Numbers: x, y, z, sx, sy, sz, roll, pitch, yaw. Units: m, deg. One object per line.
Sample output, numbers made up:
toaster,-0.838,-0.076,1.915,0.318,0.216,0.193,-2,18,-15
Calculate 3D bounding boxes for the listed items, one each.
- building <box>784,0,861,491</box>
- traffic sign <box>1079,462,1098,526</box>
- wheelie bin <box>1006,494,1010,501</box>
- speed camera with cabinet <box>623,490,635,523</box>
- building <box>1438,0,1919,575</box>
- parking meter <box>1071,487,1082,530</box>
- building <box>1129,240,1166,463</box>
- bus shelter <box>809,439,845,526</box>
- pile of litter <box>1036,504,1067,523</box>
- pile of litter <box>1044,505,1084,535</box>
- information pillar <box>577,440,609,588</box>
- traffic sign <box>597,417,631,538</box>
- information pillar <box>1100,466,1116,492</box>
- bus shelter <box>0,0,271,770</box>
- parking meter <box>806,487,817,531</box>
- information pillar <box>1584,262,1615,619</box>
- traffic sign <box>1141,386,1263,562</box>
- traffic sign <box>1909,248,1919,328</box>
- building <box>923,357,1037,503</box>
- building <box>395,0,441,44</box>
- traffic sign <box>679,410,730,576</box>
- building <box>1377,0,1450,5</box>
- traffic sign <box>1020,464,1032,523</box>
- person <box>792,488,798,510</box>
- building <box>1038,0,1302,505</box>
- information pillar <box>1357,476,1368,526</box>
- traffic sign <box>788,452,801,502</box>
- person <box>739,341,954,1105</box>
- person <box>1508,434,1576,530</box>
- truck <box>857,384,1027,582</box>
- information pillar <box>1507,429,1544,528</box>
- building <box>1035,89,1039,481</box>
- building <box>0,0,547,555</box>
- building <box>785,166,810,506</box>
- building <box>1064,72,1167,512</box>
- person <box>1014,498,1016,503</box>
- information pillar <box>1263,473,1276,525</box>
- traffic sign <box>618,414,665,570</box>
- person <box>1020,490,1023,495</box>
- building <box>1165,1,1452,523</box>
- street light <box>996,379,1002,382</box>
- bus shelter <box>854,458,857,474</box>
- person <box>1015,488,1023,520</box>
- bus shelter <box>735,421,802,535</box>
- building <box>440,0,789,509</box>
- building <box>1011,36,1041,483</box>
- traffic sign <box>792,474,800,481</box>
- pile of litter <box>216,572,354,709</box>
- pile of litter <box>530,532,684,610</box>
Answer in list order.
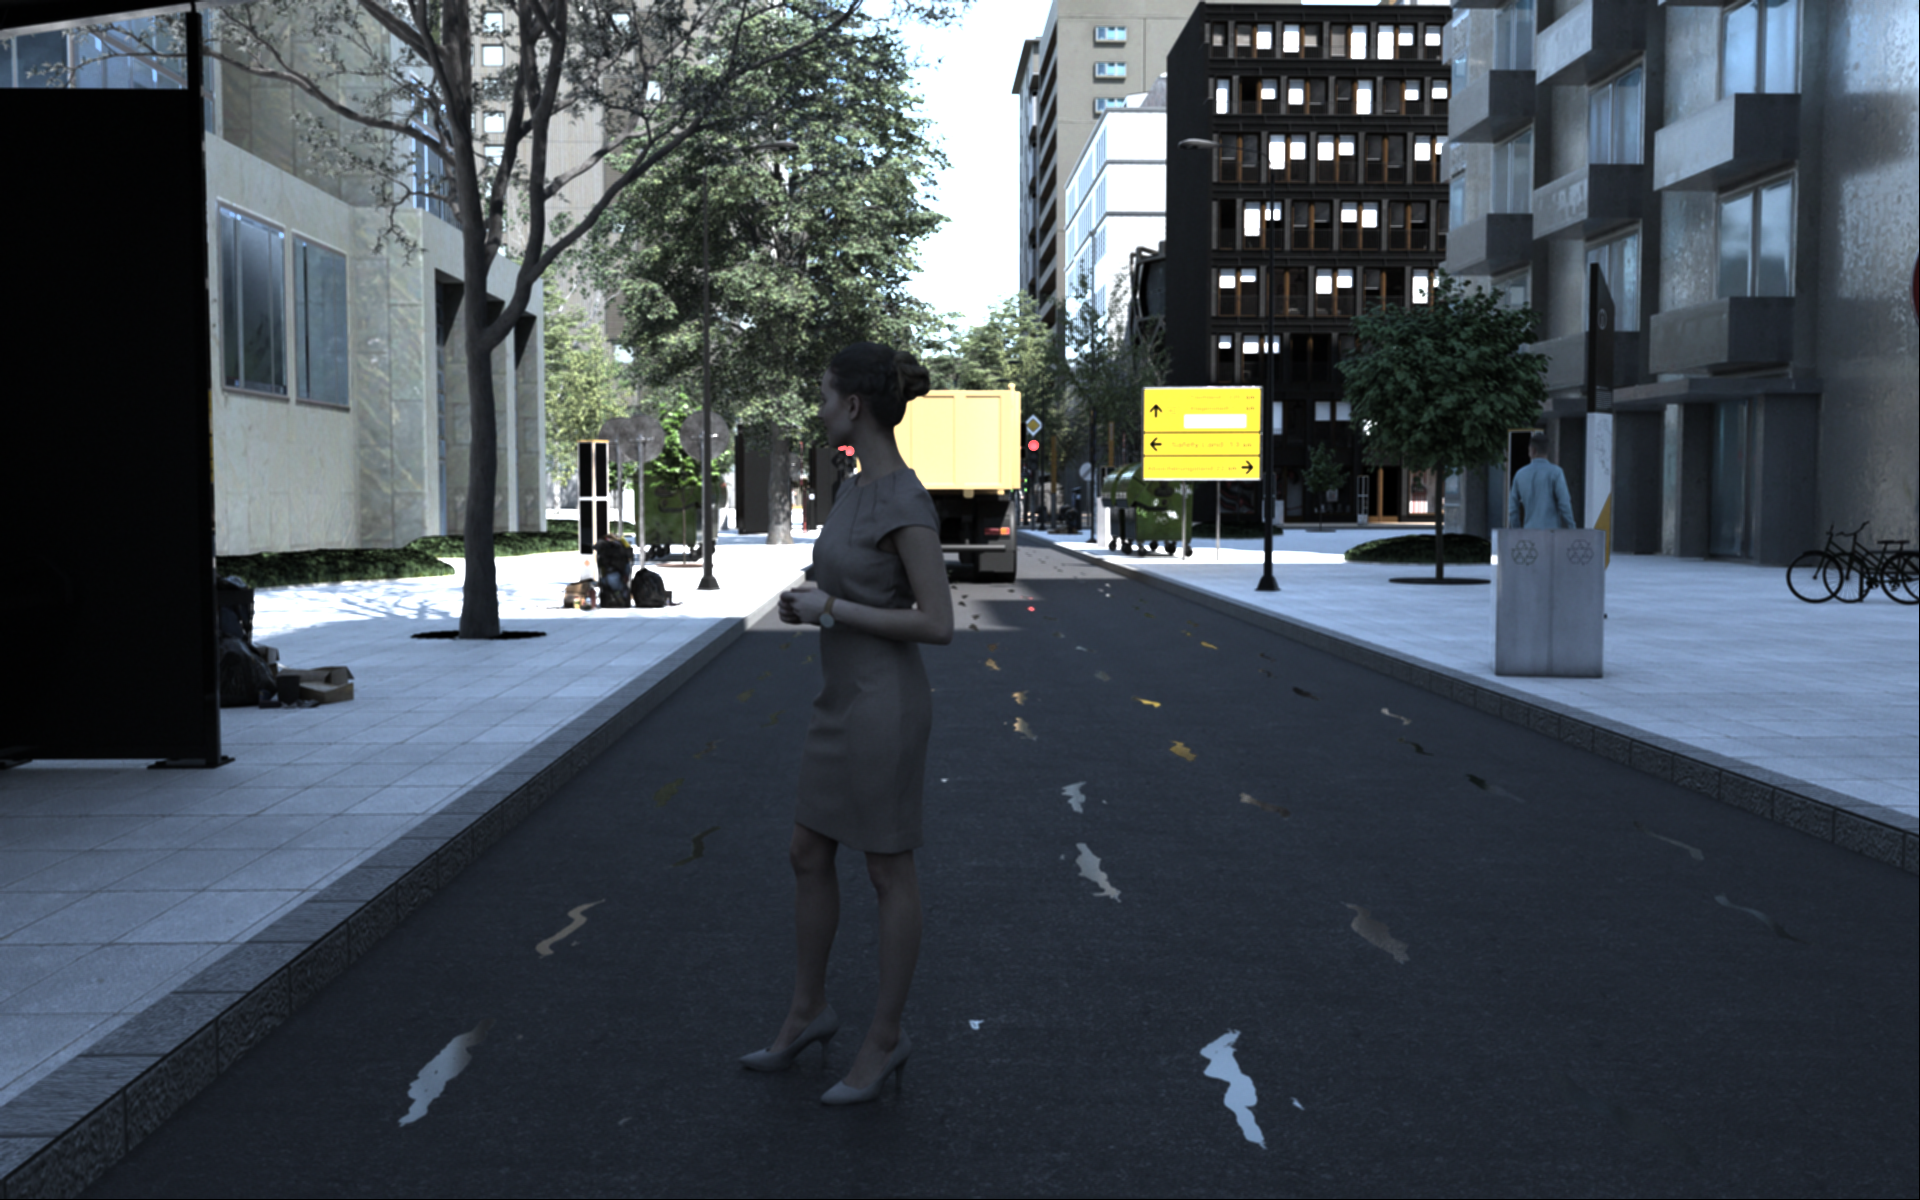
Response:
building,-27.049,-56.940,243.633,31.000,86.520,22.319,0,4,-2
traffic sign,5.140,-4.235,69.342,0.768,2.556,0.104,0,4,4
wheelie bin,2.201,-5.172,92.464,0.980,1.594,0.693,-2,4,-33
speed camera with cabinet,-12.567,-4.609,69.689,0.660,3.252,2.038,3,5,43
building,24.207,-25.545,37.269,23.786,49.044,30.456,0,4,-2
parking meter,4.115,-3.227,61.169,0.372,1.533,0.369,0,3,0
building,18.646,-14.567,105.619,16.820,18.784,16.811,0,4,-2
bus shelter,-5.272,-4.964,72.437,1.731,3.624,6.357,0,4,-2
pile of litter,4.354,-3.614,73.053,1.719,0.858,1.176,3,5,43
pile of litter,3.357,-2.551,55.677,1.176,0.858,1.719,0,4,4
information pillar,-5.029,-1.179,23.774,0.304,2.012,0.304,2,4,31
traffic sign,-5.606,-1.740,28.553,0.768,2.556,0.104,0,4,6
information pillar,3.909,-2.522,45.727,0.304,2.012,0.304,-2,4,-24
bus shelter,-3.900,-0.842,5.043,1.731,3.624,6.357,0,4,-2
parking meter,-5.228,-3.212,60.923,0.372,1.533,0.369,0,3,0
information pillar,6.556,-1.616,17.777,0.183,3.616,0.504,3,5,41
traffic sign,4.572,-2.381,32.795,2.265,3.308,0.079,0,4,7
traffic sign,4.442,-0.450,7.457,0.768,2.556,0.104,0,4,5
building,2.792,-24.748,249.669,28.899,21.520,27.650,0,4,-2
building,-55.430,-40.159,198.590,28.212,58.520,21.231,0,4,-2
traffic sign,-3.883,-1.603,26.314,0.768,2.556,0.104,0,4,2
building,60.845,-40.361,201.900,28.212,58.520,21.231,0,4,-2
traffic sign,2.700,-4.454,72.921,0.768,2.556,0.104,0,4,-1
person,-13.091,-7.960,136.550,0.716,1.782,0.532,2,4,24
building,18.659,-32.781,159.677,21.300,48.544,21.600,0,4,-2
information pillar,16.243,-3.996,69.821,0.304,2.012,0.304,-2,4,-35
traffic sign,-5.158,-3.178,52.061,0.768,2.556,0.104,0,4,2
person,-0.271,0.290,4.103,0.374,1.781,0.599,-2,4,-27
person,5.344,-0.625,16.129,0.748,1.841,0.638,-2,4,-26
truck,-0.352,-2.190,31.732,3.469,3.379,9.791,0,4,0
information pillar,6.400,-0.927,19.648,0.304,2.012,0.304,3,4,38
building,15.188,-32.259,177.546,14.600,45.320,14.200,0,4,-2
building,-27.635,-44.368,38.092,31.000,86.520,22.319,0,4,-2
building,-28.802,-30.752,194.677,23.993,40.220,32.217,0,4,-2
building,14.595,-21.472,128.552,11.434,29.767,29.804,0,4,-2
person,3.445,-6.227,107.213,0.648,1.900,0.474,3,5,39
information pillar,10.569,-3.342,59.136,0.304,2.012,0.304,-1,4,-18
traffic sign,-5.104,-1.691,27.751,0.768,2.556,0.104,0,4,6
person,5.994,-10.246,174.248,1.217,1.739,0.721,2,4,26
building,18.560,-15.461,82.461,15.834,23.373,12.332,0,4,-2
street light,2.156,-5.971,70.161,1.470,5.913,1.316,0,4,-2
bus shelter,-6.117,-6.028,92.475,2.014,3.302,5.546,0,4,-2
person,2.945,-4.763,84.113,0.583,1.804,0.606,1,4,17
bus shelter,-6.265,-4.032,57.202,1.731,3.624,6.357,0,4,-2
building,-29.614,-34.667,156.046,28.713,52.752,27.495,0,4,-2
building,20.903,-37.252,198.309,28.713,52.752,27.495,0,4,-2
traffic sign,-6.927,-4.317,70.587,0.884,2.594,0.081,0,4,-1
pile of litter,-4.478,0.180,11.028,1.176,0.858,1.719,-2,4,-26
pile of litter,-4.006,-0.348,19.651,1.719,0.858,1.176,-1,4,-8
